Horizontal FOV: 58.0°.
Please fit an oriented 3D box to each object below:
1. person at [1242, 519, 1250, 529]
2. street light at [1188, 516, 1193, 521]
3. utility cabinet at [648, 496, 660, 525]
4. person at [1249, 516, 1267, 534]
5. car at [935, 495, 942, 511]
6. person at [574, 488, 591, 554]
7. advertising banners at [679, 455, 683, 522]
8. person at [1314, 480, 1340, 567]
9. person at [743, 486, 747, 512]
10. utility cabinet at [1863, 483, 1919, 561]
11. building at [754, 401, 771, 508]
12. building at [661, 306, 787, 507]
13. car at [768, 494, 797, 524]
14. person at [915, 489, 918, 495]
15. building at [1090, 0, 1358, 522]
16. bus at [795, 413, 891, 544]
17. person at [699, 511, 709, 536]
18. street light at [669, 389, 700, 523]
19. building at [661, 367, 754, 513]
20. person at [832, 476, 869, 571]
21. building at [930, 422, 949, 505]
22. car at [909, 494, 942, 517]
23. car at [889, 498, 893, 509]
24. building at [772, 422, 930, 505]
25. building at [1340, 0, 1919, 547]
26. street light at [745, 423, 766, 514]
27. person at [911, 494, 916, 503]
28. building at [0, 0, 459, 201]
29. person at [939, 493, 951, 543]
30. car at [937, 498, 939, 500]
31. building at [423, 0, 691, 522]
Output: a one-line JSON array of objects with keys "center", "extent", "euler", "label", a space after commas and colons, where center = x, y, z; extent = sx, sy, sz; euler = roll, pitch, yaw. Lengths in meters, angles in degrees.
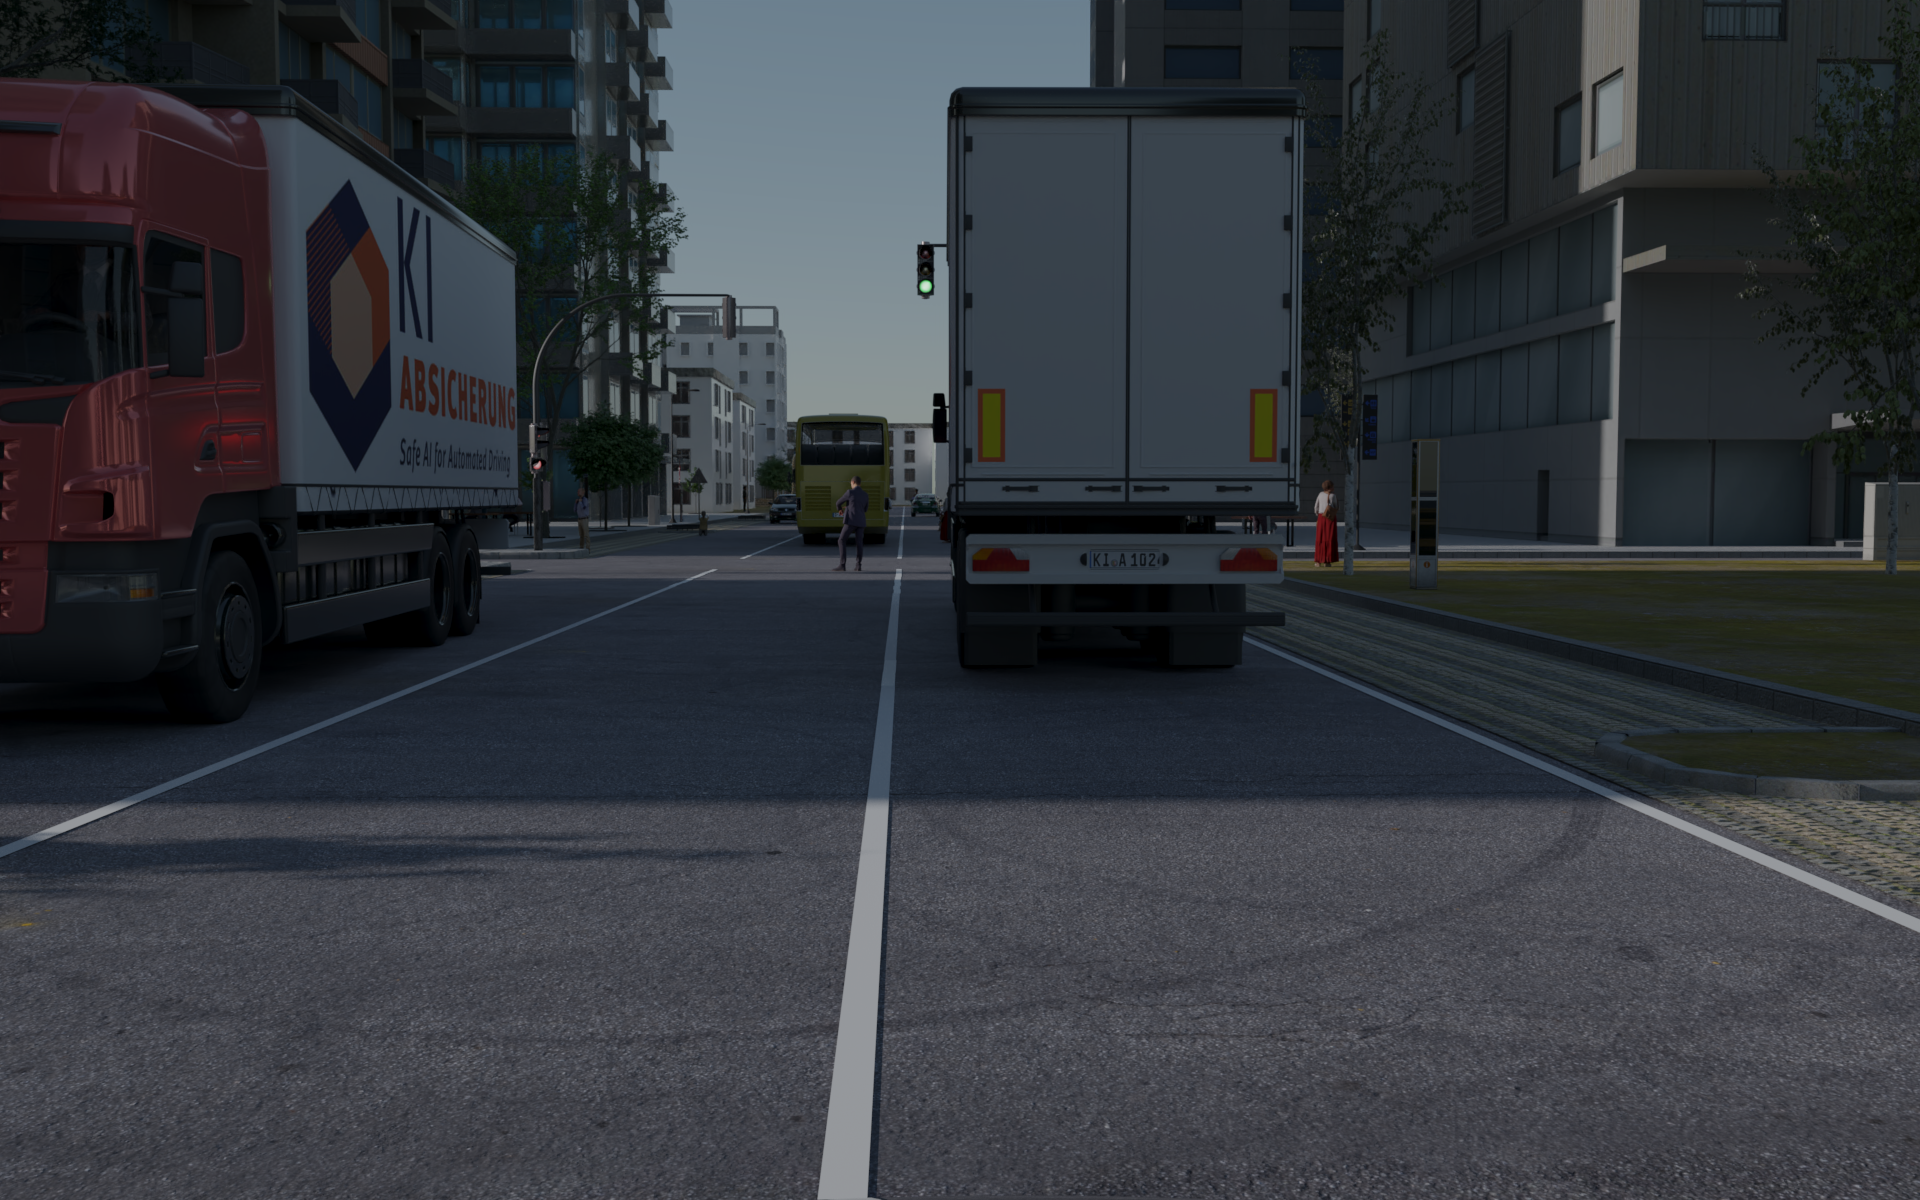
[{"center": [10.479, -3.503, 63.458], "extent": [0.789, 1.805, 0.875], "euler": [-2, 4, -27], "label": "person"}, {"center": [4.905, -4.174, 40.784], "extent": [1.470, 5.913, 1.316], "euler": [0, 4, -2], "label": "street light"}, {"center": [-12.665, -3.706, 71.747], "extent": [0.306, 1.237, 1.020], "euler": [0, 4, 1], "label": "utility cabinet"}, {"center": [6.993, -1.910, 39.971], "extent": [0.600, 1.496, 0.574], "euler": [-2, 4, -28], "label": "person"}, {"center": [-2.547, -8.185, 146.179], "extent": [2.083, 1.381, 4.827], "euler": [0, 4, -1], "label": "car"}, {"center": [-8.993, -1.874, 41.205], "extent": [0.319, 1.574, 0.516], "euler": [-2, 4, -35], "label": "person"}, {"center": [-12.758, -5.072, 79.118], "extent": [0.090, 3.025, 2.074], "euler": [0, 4, -5], "label": "advertising banners"}, {"center": [6.446, -1.345, 30.495], "extent": [0.387, 1.526, 0.523], "euler": [-3, 4, -36], "label": "person"}, {"center": [-15.547, -7.321, 125.377], "extent": [0.705, 1.869, 1.348], "euler": [0, 4, -3], "label": "person"}, {"center": [17.898, -1.492, 33.066], "extent": [1.173, 1.500, 0.318], "euler": [-1, 4, -9], "label": "utility cabinet"}, {"center": [-23.026, -13.145, 157.073], "extent": [9.099, 9.664, 28.070], "euler": [0, 4, -2], "label": "building"}, {"center": [-23.961, -19.809, 180.293], "extent": [11.380, 20.091, 16.016], "euler": [0, 4, -2], "label": "building"}, {"center": [-8.326, -4.584, 84.730], "extent": [2.009, 1.686, 4.222], "euler": [0, 4, -1], "label": "car"}, {"center": [-3.265, -7.363, 128.844], "extent": [0.705, 1.831, 1.348], "euler": [0, 4, -5], "label": "person"}, {"center": [17.374, -33.566, 90.800], "extent": [21.231, 58.520, 28.212], "euler": [0, 4, -2], "label": "building"}, {"center": [-3.465, -3.723, 52.419], "extent": [2.896, 3.916, 12.252], "euler": [0, 4, -3], "label": "bus"}, {"center": [-8.802, -2.633, 59.467], "extent": [0.347, 0.859, 0.695], "euler": [0, 4, -6], "label": "person"}, {"center": [-12.178, -6.362, 76.562], "extent": [1.470, 5.913, 1.316], "euler": [0, 4, -2], "label": "street light"}, {"center": [-21.323, -11.421, 128.876], "extent": [9.099, 9.664, 28.070], "euler": [0, 4, -2], "label": "building"}, {"center": [-2.065, -1.428, 32.302], "extent": [0.683, 1.767, 0.568], "euler": [-3, 4, -37], "label": "person"}, {"center": [10.889, -16.110, 205.550], "extent": [28.070, 9.664, 9.099], "euler": [0, 4, -2], "label": "building"}, {"center": [-2.185, -6.045, 110.632], "extent": [2.131, 1.459, 4.920], "euler": [0, 4, 0], "label": "car"}, {"center": [-7.367, -9.307, 164.178], "extent": [2.014, 1.417, 4.499], "euler": [0, 4, -1], "label": "car"}, {"center": [-17.184, -16.088, 205.190], "extent": [28.070, 9.664, 9.099], "euler": [0, 4, -2], "label": "building"}, {"center": [27.846, -28.303, 51.995], "extent": [27.495, 52.752, 28.713], "euler": [0, 4, -2], "label": "building"}, {"center": [-13.403, -8.631, 113.660], "extent": [1.470, 5.913, 1.316], "euler": [0, 4, -2], "label": "street light"}, {"center": [-3.203, -6.677, 120.902], "extent": [0.421, 1.427, 0.697], "euler": [1, 4, 16], "label": "person"}, {"center": [-28.683, -24.398, 53.525], "extent": [22.147, 44.769, 28.867], "euler": [0, 4, -2], "label": "building"}, {"center": [-0.355, -2.438, 50.827], "extent": [0.387, 1.526, 0.523], "euler": [3, 4, 36], "label": "person"}, {"center": [-2.662, -8.099, 141.220], "extent": [1.959, 1.807, 4.718], "euler": [0, 3, 0], "label": "car"}, {"center": [-27.310, -28.834, 91.047], "extent": [23.786, 49.044, 30.456], "euler": [0, 4, -2], "label": "building"}]
